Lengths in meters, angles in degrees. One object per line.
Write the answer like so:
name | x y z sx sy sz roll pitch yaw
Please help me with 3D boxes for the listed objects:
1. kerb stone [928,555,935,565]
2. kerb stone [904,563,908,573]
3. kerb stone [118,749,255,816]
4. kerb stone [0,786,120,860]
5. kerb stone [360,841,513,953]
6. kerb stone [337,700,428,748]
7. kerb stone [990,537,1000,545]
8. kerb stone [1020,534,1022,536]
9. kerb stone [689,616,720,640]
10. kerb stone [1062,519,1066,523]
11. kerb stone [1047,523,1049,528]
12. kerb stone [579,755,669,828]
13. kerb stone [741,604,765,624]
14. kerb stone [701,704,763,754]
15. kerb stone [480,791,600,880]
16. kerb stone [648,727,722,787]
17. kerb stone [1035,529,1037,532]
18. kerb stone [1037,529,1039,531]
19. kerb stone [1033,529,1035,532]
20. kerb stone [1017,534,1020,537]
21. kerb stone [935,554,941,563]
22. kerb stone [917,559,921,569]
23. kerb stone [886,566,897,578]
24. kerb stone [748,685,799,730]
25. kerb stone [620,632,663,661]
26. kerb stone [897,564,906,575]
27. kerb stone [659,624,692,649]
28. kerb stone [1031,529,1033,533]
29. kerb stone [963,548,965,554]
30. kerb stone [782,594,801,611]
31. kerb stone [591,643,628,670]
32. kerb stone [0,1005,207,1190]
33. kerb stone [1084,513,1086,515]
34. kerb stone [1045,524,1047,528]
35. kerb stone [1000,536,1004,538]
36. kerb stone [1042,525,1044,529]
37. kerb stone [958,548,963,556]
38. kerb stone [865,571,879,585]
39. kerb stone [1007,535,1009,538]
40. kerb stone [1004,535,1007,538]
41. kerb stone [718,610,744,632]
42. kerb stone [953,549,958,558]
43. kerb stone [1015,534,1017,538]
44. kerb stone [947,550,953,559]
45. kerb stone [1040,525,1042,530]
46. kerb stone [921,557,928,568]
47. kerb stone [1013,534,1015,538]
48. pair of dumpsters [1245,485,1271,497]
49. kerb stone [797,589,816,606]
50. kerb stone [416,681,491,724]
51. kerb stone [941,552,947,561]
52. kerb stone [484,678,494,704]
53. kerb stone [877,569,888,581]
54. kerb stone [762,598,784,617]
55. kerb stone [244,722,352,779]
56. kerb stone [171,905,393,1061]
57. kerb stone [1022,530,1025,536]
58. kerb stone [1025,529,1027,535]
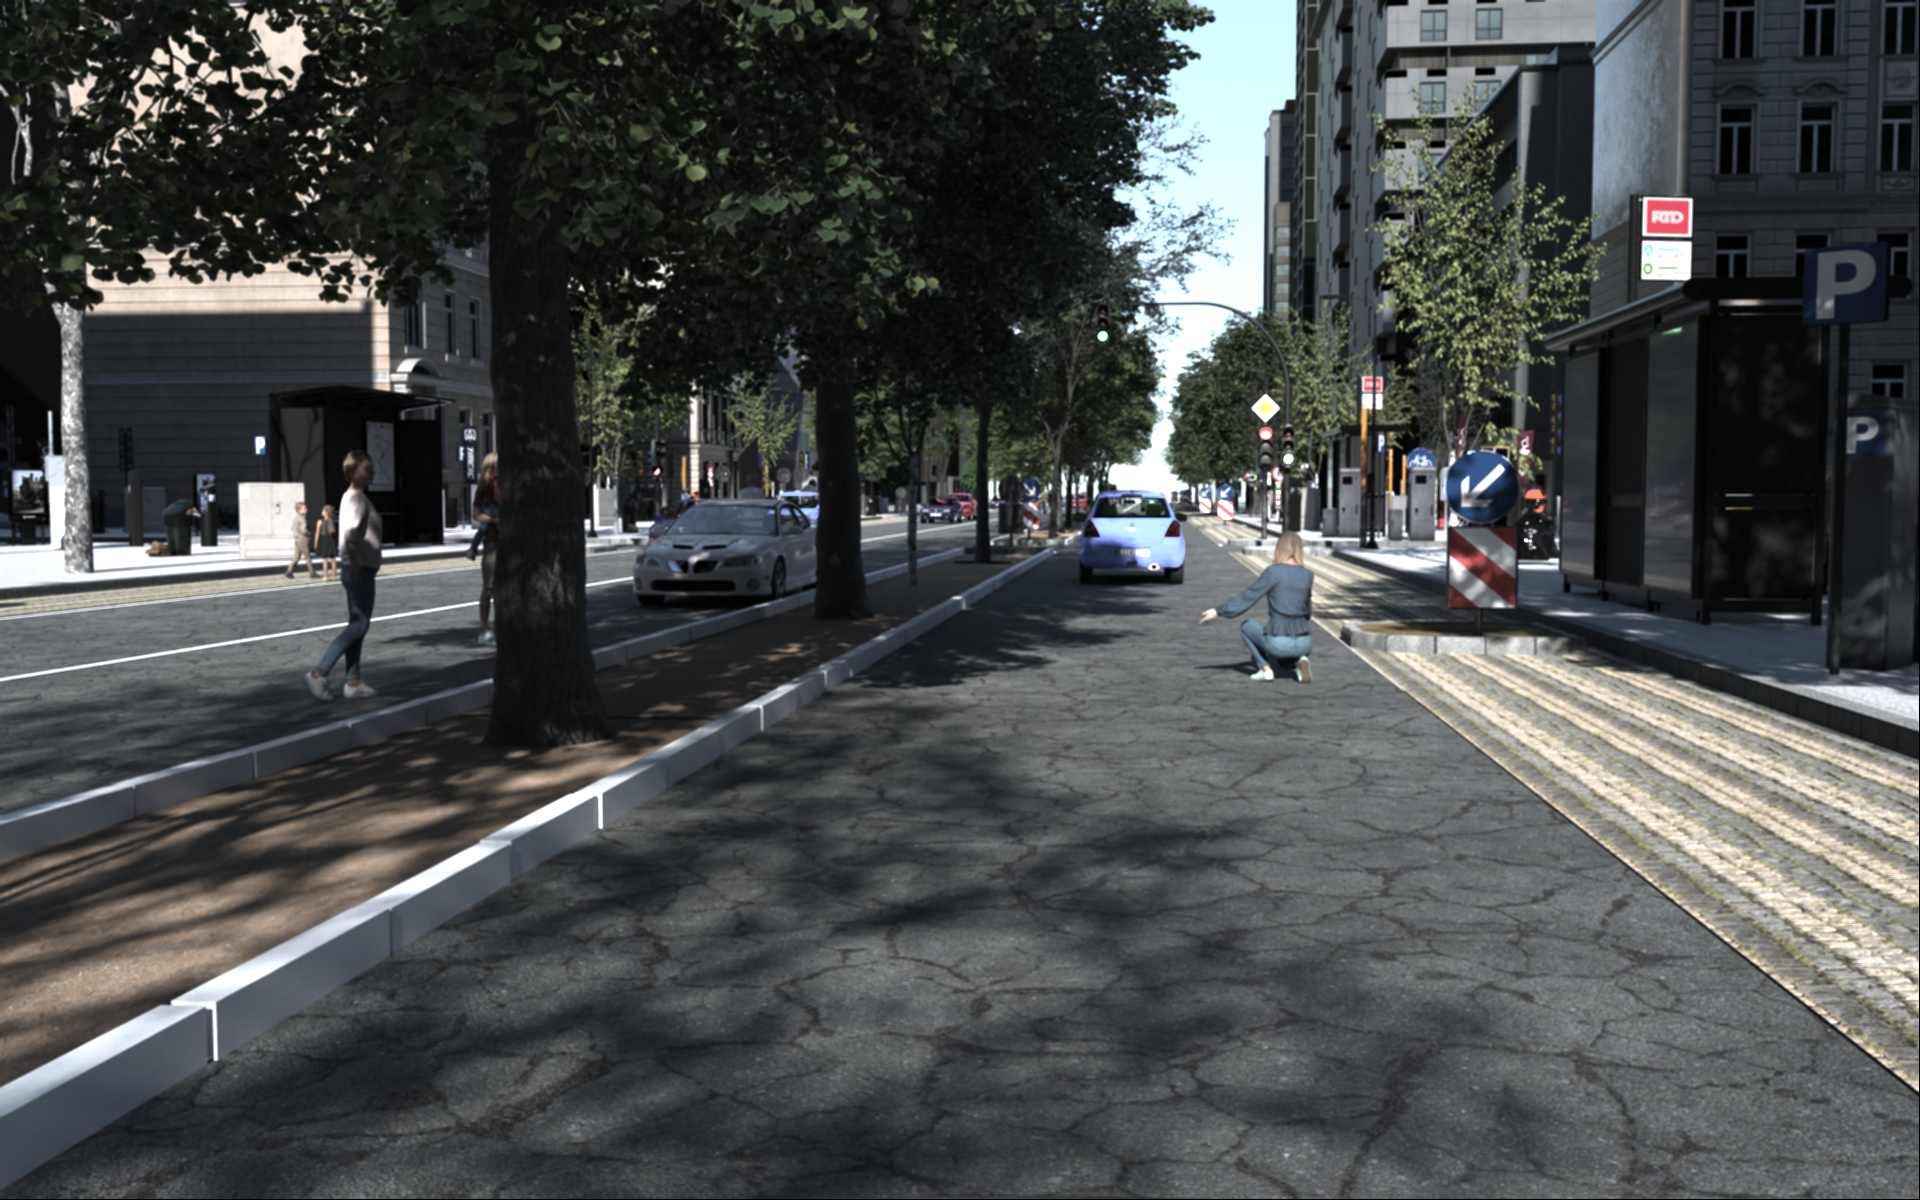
kerb stone | -0.670 -0.762 34.652 0.120 0.150 1.000 0 4 6
kerb stone | -1.012 -0.574 31.579 0.120 0.150 1.000 0 4 6
kerb stone | -3.637 0.860 8.132 0.120 0.150 1.000 0 4 6
kerb stone | -3.744 0.922 7.115 0.120 0.150 1.000 0 4 6
kerb stone | -1.772 1.003 5.894 0.120 0.150 1.000 0 4 6
kerb stone | -3.405 0.735 10.173 0.120 0.150 1.000 0 4 6
kerb stone | 0.974 -1.670 49.493 0.120 0.150 1.000 0 4 6
kerb stone | 1.895 -2.162 57.642 0.120 0.150 1.000 0 4 6
kerb stone | -2.609 0.299 17.312 0.120 0.150 1.000 0 4 6
kerb stone | 5.529 -4.157 90.215 0.120 0.150 1.000 0 4 6
kerb stone | 3.485 -3.040 71.894 0.120 0.150 1.000 0 4 6
kerb stone | -1.540 0.873 7.926 0.120 0.150 1.000 0 4 6
kerb stone | -2.373 0.177 19.343 0.120 0.150 1.000 0 4 6
kerb stone | -1.322 0.748 9.963 0.120 0.150 1.000 0 4 6
kerb stone | -1.664 0.935 6.910 0.120 0.150 1.000 0 4 6
kerb stone | -1.428 0.810 8.947 0.120 0.150 1.000 0 4 6
kerb stone | 2.685 -2.603 64.762 0.120 0.150 1.000 0 4 6
kerb stone | 2.805 -2.666 65.777 0.120 0.150 1.000 0 4 6
kerb stone | 2.574 -2.540 63.742 0.120 0.150 1.000 0 4 6
kerb stone | 1.780 -2.106 56.626 0.120 0.150 1.000 0 4 6
kerb stone | -0.560 -0.824 35.668 0.120 0.150 1.000 0 4 6
kerb stone | -0.903 -0.635 32.611 0.120 0.150 1.000 0 4 6
kerb stone | -1.243 -0.449 29.530 0.120 0.150 1.000 0 4 6
kerb stone | -1.198 0.686 10.986 0.120 0.150 1.000 0 4 6
kerb stone | -2.839 0.423 15.274 0.120 0.150 1.000 0 4 6
kerb stone | -1.133 -0.510 30.564 0.120 0.150 1.000 0 4 6
kerb stone | -2.734 0.362 16.291 0.120 0.150 1.000 0 4 6
kerb stone | 2.461 -2.479 62.723 0.120 0.150 1.000 0 4 6
kerb stone | 0.012 -1.136 40.769 0.120 0.150 1.000 0 4 6
kerb stone | -2.150 0.058 21.376 0.120 0.150 1.000 0 4 6
kerb stone | -2.961 0.490 14.251 0.120 0.150 1.000 0 4 6
kerb stone | -2.004 1.123 3.853 0.120 0.150 1.000 0 4 6
kerb stone | 8.837 -5.960 119.759 0.120 0.150 1.000 0 4 6
kerb stone | 3.373 -2.974 70.878 0.120 0.150 1.000 0 4 6
kerb stone | 1.094 -1.729 50.514 0.120 0.150 1.000 0 4 6
kerb stone | 3.147 -2.853 68.838 0.120 0.150 1.000 0 4 6
kerb stone | -0.096 -1.074 39.752 0.120 0.150 1.000 0 4 6
kerb stone | -1.471 -0.322 27.498 0.120 0.150 1.000 0 4 6
kerb stone | 1.323 -1.856 52.546 0.120 0.150 1.000 0 4 6
kerb stone | 1.209 -1.794 51.531 0.120 0.150 1.000 0 4 6
kerb stone | -2.490 0.243 18.328 0.120 0.150 1.000 0 4 6
kerb stone | -0.213 -1.012 38.736 0.120 0.150 1.000 0 4 6
kerb stone | 1.662 -2.043 55.600 0.120 0.150 1.000 0 4 6
kerb stone | -0.331 -0.943 37.705 0.120 0.150 1.000 0 4 6
kerb stone | 3.033 -2.788 67.814 0.120 0.150 1.000 0 4 6
kerb stone | -0.790 -0.699 33.627 0.120 0.150 1.000 0 4 6
kerb stone | 1.556 -1.980 54.584 0.120 0.150 1.000 0 4 6
pair of dumpsters | 20.455 -7.109 118.729 1.574 2.255 4.437 0 4 7
kerb stone | -2.034 -0.012 22.391 0.120 0.150 1.000 0 4 6
kerb stone | -3.295 0.673 11.200 0.120 0.150 1.000 0 4 6
kerb stone | -0.442 -0.885 36.688 0.120 0.150 1.000 0 4 6
kerb stone | -3.180 0.610 12.218 0.120 0.150 1.000 0 4 6
kerb stone | -1.367 -0.384 28.515 0.120 0.150 1.000 0 4 6
kerb stone | -2.264 0.116 20.360 0.120 0.150 1.000 0 4 6
kerb stone | -3.516 0.801 9.147 0.120 0.150 1.000 0 4 6
kerb stone | -1.882 1.059 4.877 0.120 0.150 1.000 0 4 6
kerb stone | 2.007 -2.223 58.659 0.120 0.150 1.000 0 4 6
kerb stone | 2.127 -2.291 59.674 0.120 0.150 1.000 0 4 6
